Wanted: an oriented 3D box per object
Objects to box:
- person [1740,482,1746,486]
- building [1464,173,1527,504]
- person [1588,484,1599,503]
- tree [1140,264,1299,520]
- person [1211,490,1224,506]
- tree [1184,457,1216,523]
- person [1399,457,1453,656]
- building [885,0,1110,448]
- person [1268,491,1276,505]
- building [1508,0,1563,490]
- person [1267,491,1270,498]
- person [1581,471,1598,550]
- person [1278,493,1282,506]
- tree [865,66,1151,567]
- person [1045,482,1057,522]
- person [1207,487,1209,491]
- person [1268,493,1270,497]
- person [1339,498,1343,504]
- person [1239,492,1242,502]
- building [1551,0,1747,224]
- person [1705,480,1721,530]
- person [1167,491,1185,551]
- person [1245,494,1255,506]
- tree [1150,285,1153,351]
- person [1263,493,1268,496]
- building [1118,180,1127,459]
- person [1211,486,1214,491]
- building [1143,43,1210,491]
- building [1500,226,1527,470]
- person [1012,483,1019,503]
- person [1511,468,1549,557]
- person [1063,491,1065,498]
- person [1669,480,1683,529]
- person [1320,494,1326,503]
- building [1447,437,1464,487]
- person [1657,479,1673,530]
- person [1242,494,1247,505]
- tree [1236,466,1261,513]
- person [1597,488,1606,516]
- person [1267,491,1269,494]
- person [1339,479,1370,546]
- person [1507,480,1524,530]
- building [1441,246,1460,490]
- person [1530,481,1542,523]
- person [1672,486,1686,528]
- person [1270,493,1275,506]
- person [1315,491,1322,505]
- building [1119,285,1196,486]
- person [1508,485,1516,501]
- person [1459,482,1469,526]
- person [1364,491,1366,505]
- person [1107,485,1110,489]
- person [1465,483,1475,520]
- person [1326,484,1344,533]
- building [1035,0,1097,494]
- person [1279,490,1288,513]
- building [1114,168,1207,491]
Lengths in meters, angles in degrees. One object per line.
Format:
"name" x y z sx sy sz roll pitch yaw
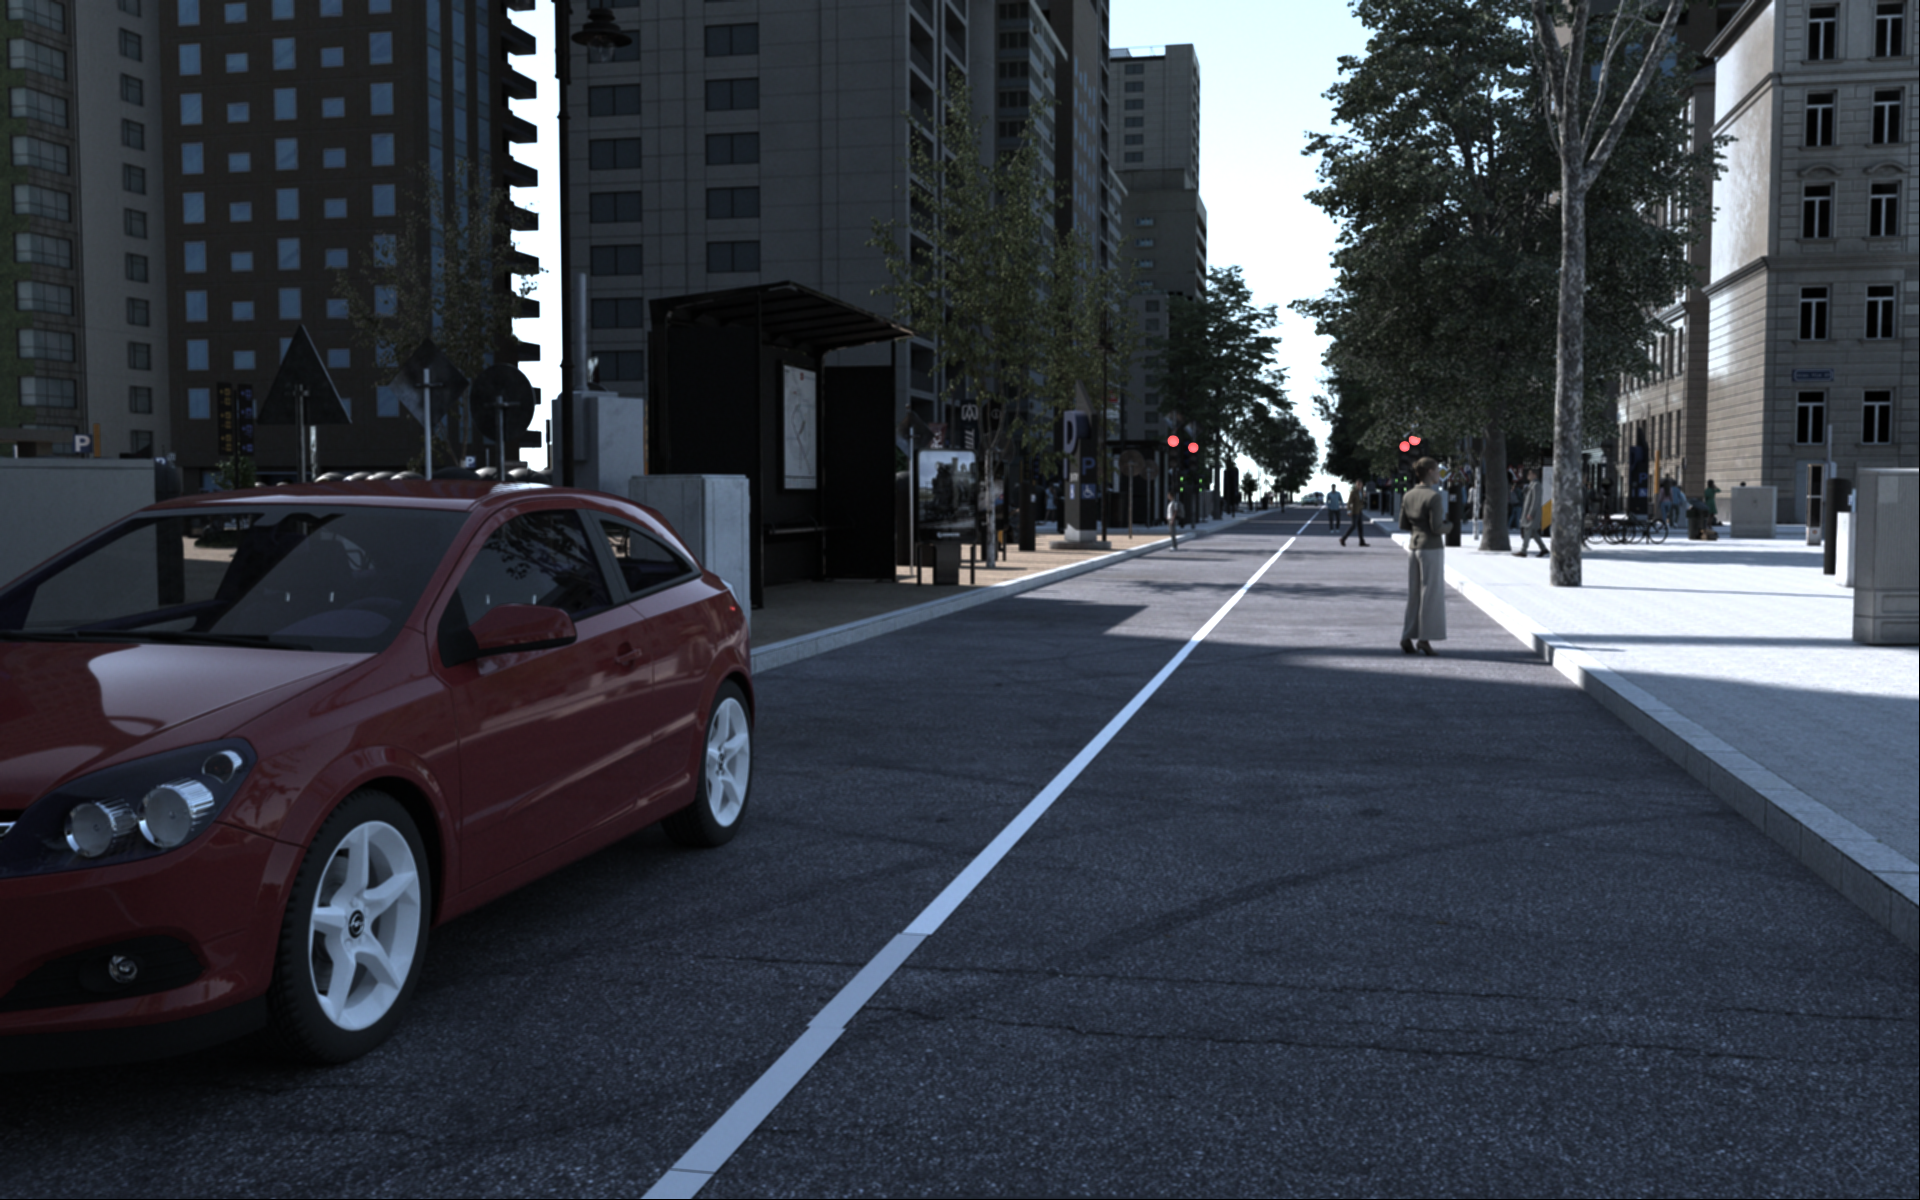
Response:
"person" 32.396 -3.988 71.597 0.721 1.781 0.623 2 4 30
"building" 77.048 -35.920 237.410 14.600 45.320 14.200 1 4 12
"person" 34.041 -5.352 93.530 0.794 1.824 0.713 0 4 -5
"tree" 12.807 -10.238 85.512 7.486 12.596 7.792 0 3 0
"person" 15.608 -6.077 105.526 0.709 1.813 0.853 -3 5 -40
"tree" 10.610 -5.136 78.572 1.663 3.219 1.824 0 3 0
"person" 4.164 -0.387 15.382 0.362 1.759 0.519 -2 4 -24
"building" 5.665 -44.448 164.970 20.563 71.187 20.611 1 4 12
"person" 36.942 -12.205 205.596 1.348 1.824 0.705 -1 4 -9
"building" 63.632 -44.425 164.594 20.563 71.187 20.611 1 4 12
"person" 45.207 -15.075 253.256 1.217 1.736 0.721 2 4 32
"person" 14.338 -2.064 39.969 0.709 1.800 0.728 -3 5 -39
"person" 35.202 -11.251 190.440 0.568 1.767 0.683 -1 4 -23
"tree" 0.495 -4.871 29.998 4.737 8.622 4.395 0 3 0
"person" 4.103 -4.378 77.715 0.616 1.811 0.778 2 4 32
"person" 20.315 -8.302 141.782 1.348 1.824 0.705 1 4 9
"person" 39.723 -13.021 222.132 0.628 1.438 0.799 2 4 26
"person" 54.634 -14.522 249.193 1.065 1.426 0.557 -1 4 -17
"person" 44.350 -16.275 272.862 1.217 1.743 0.721 -2 4 -24
"building" 58.231 -30.440 147.804 14.600 45.320 14.200 1 4 12
"person" 26.581 -3.371 61.410 0.529 1.795 0.600 -1 4 -22
"person" 5.408 -2.008 43.922 0.523 1.515 0.503 -3 4 -38
"person" 31.272 -11.076 187.158 1.348 1.821 0.705 -2 4 -34
"tree" 3.391 -5.896 46.760 4.737 8.622 4.395 0 3 0
"person" 45.440 -15.384 257.575 0.705 1.824 1.348 -2 4 -23
"building" 4.531 -30.414 189.151 32.217 40.220 23.993 1 4 12
"person" 18.327 -7.259 124.096 0.648 1.900 0.474 1 4 14
"building" 30.431 -51.589 281.737 20.563 71.187 20.611 1 4 12
"building" 64.270 -25.222 184.082 14.160 30.474 14.107 1 4 12
"person" 2.898 -5.020 88.001 0.514 1.842 0.818 1 4 16
"person" 11.605 -1.777 35.195 0.767 1.812 0.694 1 4 14
"person" 5.642 -5.223 90.807 0.648 1.900 0.474 1 4 22
"person" 26.111 -3.486 63.383 0.601 1.785 0.444 2 4 29
"person" 56.036 -15.820 267.711 0.990 1.755 0.434 0 4 5
"building" 87.843 -25.253 257.919 27.650 21.520 28.899 1 4 12
"person" 25.280 -3.423 62.019 0.555 1.821 0.388 -1 4 -9
"person" 34.414 -12.370 209.210 0.530 1.710 0.541 -1 4 -9
"tree" 19.378 -7.492 117.101 1.663 3.219 1.824 0 3 0
"person" 32.201 -4.923 86.638 0.850 1.850 0.679 1 4 17
"person" 48.853 -16.417 274.551 1.348 1.812 0.705 0 4 -8
"person" 10.834 -2.390 47.490 0.836 1.842 0.656 1 4 17
"person" 19.688 -3.350 61.158 0.721 1.781 0.623 -1 4 -18
"building" 85.189 -36.468 279.839 14.154 41.232 14.086 1 4 12
"person" 20.917 -3.489 62.930 0.795 1.843 0.661 -1 4 -9
"person" 27.128 -3.519 65.395 0.589 1.601 0.330 3 5 42
"person" 33.632 -10.822 186.170 0.628 1.438 0.799 0 4 -5
"person" 45.258 -12.916 219.696 1.348 1.822 0.705 1 4 14
"building" 25.577 -28.887 244.008 14.160 30.474 14.107 1 4 12
"person" 26.395 -4.640 82.743 0.563 1.720 0.643 -1 4 -18
"person" 20.435 -3.908 70.281 0.444 1.785 0.601 2 4 33
"person" 48.640 -12.283 207.573 0.721 1.736 1.217 -1 4 -10
"person" 8.402 -5.569 97.441 0.601 1.785 0.444 2 4 23
"person" 25.173 -4.862 85.384 0.795 1.843 0.661 1 4 15
"person" 13.912 -3.410 64.272 0.660 1.820 0.620 0 4 6
"building" 3.840 -30.475 148.379 14.600 45.320 14.200 1 4 12
"person" 25.199 -7.700 134.796 0.661 1.777 0.834 2 4 31
"building" 25.740 -39.033 261.888 21.300 48.544 21.600 1 4 12
